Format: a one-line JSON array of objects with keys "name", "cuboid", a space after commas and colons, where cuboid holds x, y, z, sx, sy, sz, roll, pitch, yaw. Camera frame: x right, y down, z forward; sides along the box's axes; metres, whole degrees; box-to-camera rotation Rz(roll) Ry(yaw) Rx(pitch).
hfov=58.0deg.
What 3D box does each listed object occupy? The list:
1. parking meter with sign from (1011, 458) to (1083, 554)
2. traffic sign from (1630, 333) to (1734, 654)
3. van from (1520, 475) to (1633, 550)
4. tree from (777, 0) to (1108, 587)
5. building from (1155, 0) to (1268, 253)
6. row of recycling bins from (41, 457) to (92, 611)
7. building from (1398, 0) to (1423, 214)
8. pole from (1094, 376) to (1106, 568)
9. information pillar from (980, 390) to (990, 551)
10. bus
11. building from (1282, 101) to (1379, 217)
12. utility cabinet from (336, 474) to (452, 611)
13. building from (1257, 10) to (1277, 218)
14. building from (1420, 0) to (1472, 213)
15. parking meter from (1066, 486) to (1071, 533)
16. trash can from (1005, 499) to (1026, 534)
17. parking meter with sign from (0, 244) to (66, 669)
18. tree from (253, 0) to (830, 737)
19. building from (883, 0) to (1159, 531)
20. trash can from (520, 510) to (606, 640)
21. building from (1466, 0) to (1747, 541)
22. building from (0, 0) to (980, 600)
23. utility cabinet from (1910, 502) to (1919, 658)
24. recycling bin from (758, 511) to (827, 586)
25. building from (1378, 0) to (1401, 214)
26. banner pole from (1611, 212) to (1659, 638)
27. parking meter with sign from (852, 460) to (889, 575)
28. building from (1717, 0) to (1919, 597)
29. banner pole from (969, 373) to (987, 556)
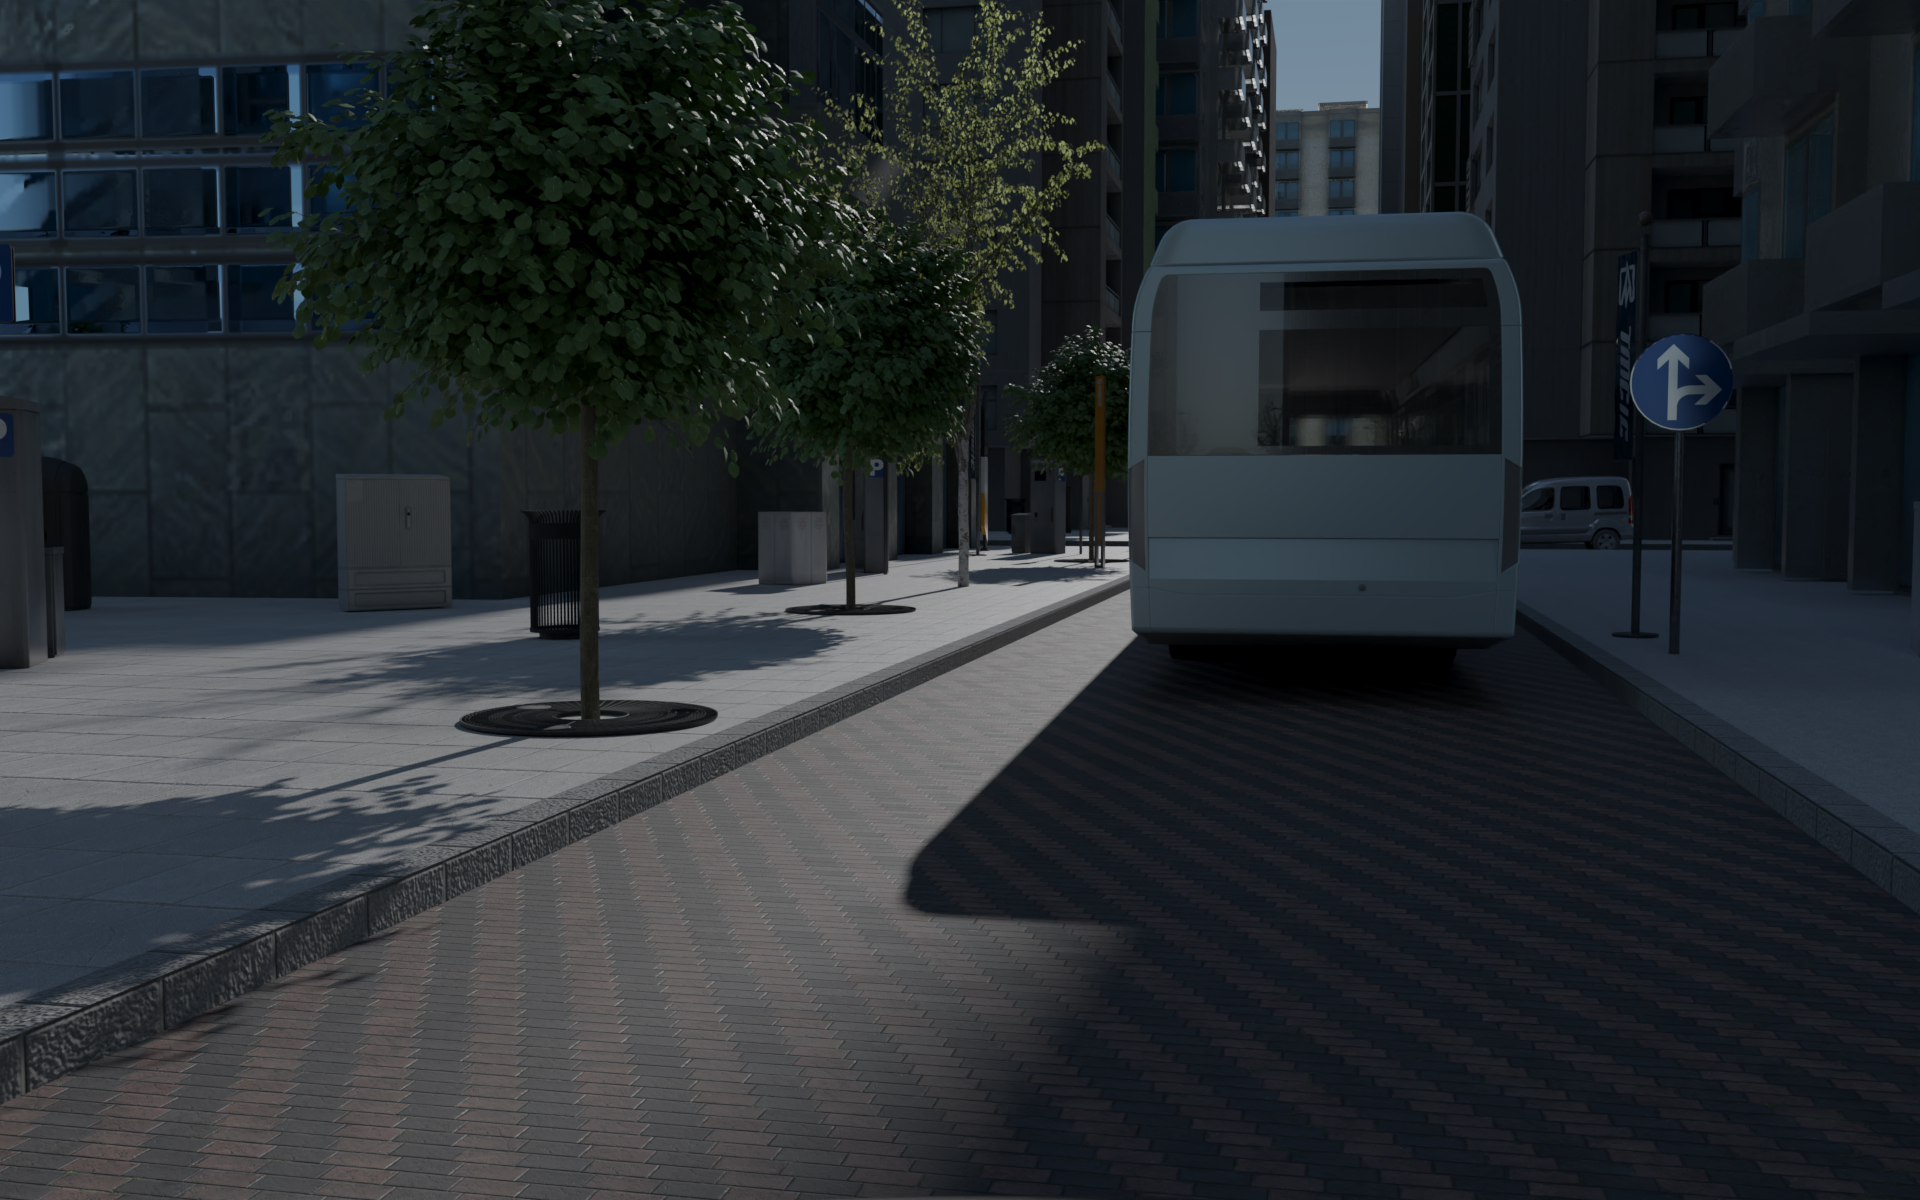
[{"name": "parking meter with sign", "cuboid": [1.901, -2.510, 37.301, 1.738, 3.016, 0.543, 2, 4, 35]}, {"name": "traffic sign", "cuboid": [5.735, -0.839, 13.830, 0.768, 2.556, 0.104, 1, 4, 18]}, {"name": "van", "cuboid": [14.036, -2.120, 41.678, 4.112, 2.044, 2.013, 1, 4, 13]}, {"name": "tree", "cuboid": [-0.190, -4.491, 23.787, 4.360, 8.622, 3.978, 0, 3, 0]}, {"name": "building", "cuboid": [12.857, -31.750, 138.726, 23.786, 49.044, 30.456, 1, 4, 12]}, {"name": "row of recycling bins", "cuboid": [-10.577, -0.660, 17.907, 1.069, 1.692, 3.534, 1, 4, 22]}, {"name": "building", "cuboid": [39.858, -29.263, 128.568, 14.600, 45.320, 14.200, 1, 4, 12]}, {"name": "pole", "cuboid": [2.432, -2.215, 30.055, 0.158, 3.312, 0.155, 0, 3, 0]}, {"name": "information pillar", "cuboid": [0.549, -2.909, 38.915, 0.183, 3.616, 0.504, 1, 4, 10]}, {"name": "bus", "cuboid": [3.599, -1.414, 17.983, 2.948, 3.499, 13.247, 1, 4, 10]}, {"name": "building", "cuboid": [46.927, -36.366, 214.198, 30.456, 49.044, 23.786, 1, 4, 12]}, {"name": "utility cabinet", "cuboid": [-6.242, -0.640, 19.146, 1.173, 1.500, 0.318, -3, 5, -40]}, {"name": "building", "cuboid": [21.801, -31.195, 160.140, 14.600, 45.320, 14.200, 1, 4, 12]}, {"name": "building", "cuboid": [37.298, -40.881, 106.655, 20.563, 71.187, 20.611, 1, 4, 12]}, {"name": "parking meter", "cuboid": [3.456, -2.950, 56.638, 0.372, 1.533, 0.369, 0, 3, 0]}, {"name": "trash can", "cuboid": [1.781, -2.684, 55.533, 0.748, 1.137, 0.748, 0, 3, 0]}, {"name": "parking meter with sign", "cuboid": [-7.116, -1.019, 12.914, 0.543, 3.016, 1.738, -1, 4, -16]}, {"name": "tree", "cuboid": [-2.027, -1.587, 9.653, 4.285, 4.588, 4.351, 0, 3, 0]}, {"name": "building", "cuboid": [-0.287, -23.306, 64.652, 14.154, 41.232, 14.086, 1, 4, 12]}, {"name": "trash can", "cuboid": [-3.526, -0.231, 15.429, 0.748, 1.137, 0.748, 0, 3, 0]}, {"name": "building", "cuboid": [22.993, -22.513, 51.683, 14.086, 41.232, 14.154, 1, 4, 12]}, {"name": "building", "cuboid": [-17.042, -43.955, 31.332, 31.000, 86.520, 22.319, 1, 4, 12]}, {"name": "utility cabinet", "cuboid": [7.864, -0.169, 13.929, 0.306, 1.237, 1.020, 2, 4, 25]}, {"name": "recycling bin", "cuboid": [-2.392, -0.745, 24.735, 0.722, 1.027, 0.722, 3, 4, 38]}, {"name": "building", "cuboid": [53.384, -38.813, 176.583, 21.231, 58.520, 28.212, 1, 4, 12]}, {"name": "banner pole", "cuboid": [6.075, -1.570, 15.695, 0.401, 3.779, 0.863, 0, 4, 0]}, {"name": "parking meter with sign", "cuboid": [-1.424, -1.960, 28.313, 0.543, 3.016, 1.738, -1, 4, -17]}, {"name": "building", "cuboid": [21.355, -24.313, 17.125, 23.786, 49.044, 30.456, 1, 4, 12]}, {"name": "banner pole", "cuboid": [0.306, -2.796, 35.729, 0.401, 3.779, 0.863, 1, 4, 16]}]
